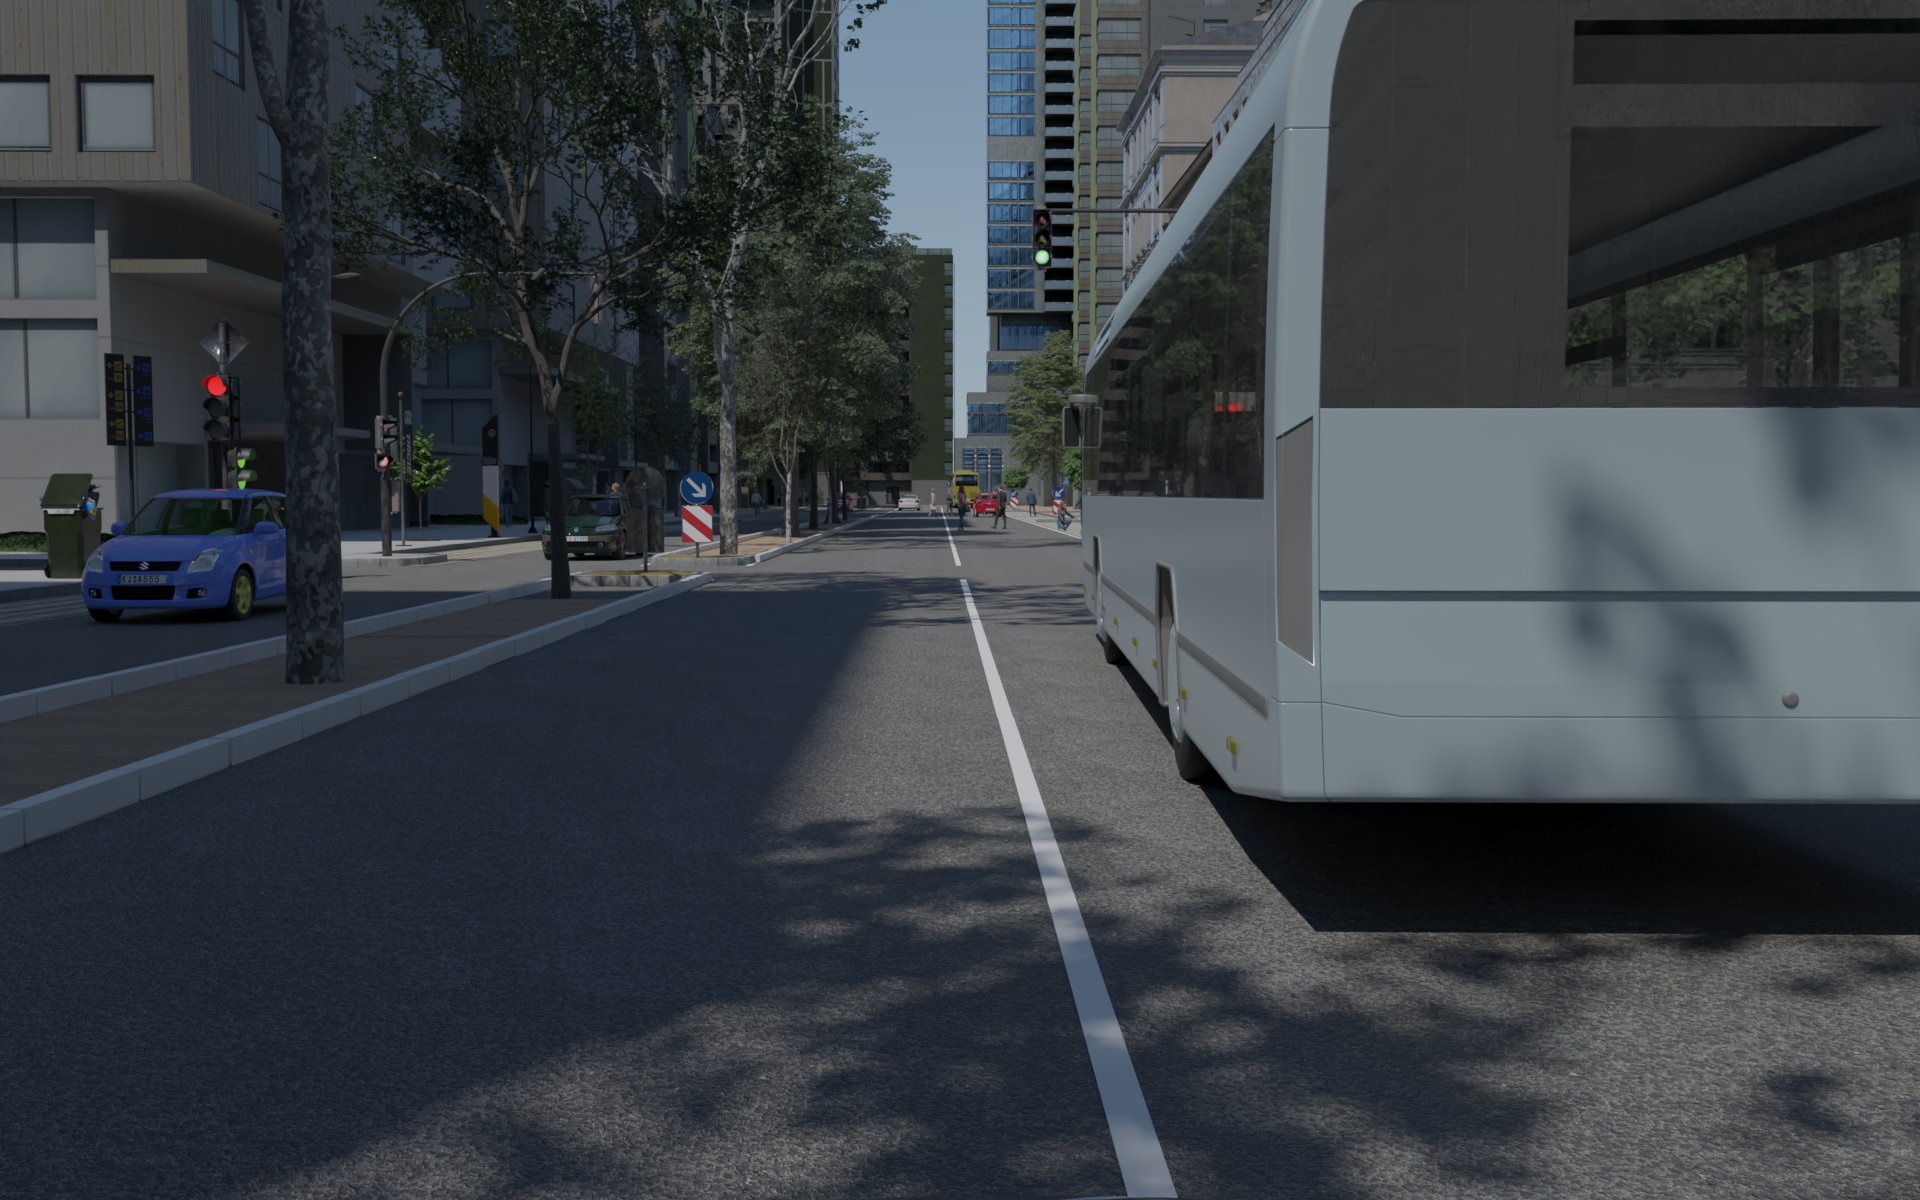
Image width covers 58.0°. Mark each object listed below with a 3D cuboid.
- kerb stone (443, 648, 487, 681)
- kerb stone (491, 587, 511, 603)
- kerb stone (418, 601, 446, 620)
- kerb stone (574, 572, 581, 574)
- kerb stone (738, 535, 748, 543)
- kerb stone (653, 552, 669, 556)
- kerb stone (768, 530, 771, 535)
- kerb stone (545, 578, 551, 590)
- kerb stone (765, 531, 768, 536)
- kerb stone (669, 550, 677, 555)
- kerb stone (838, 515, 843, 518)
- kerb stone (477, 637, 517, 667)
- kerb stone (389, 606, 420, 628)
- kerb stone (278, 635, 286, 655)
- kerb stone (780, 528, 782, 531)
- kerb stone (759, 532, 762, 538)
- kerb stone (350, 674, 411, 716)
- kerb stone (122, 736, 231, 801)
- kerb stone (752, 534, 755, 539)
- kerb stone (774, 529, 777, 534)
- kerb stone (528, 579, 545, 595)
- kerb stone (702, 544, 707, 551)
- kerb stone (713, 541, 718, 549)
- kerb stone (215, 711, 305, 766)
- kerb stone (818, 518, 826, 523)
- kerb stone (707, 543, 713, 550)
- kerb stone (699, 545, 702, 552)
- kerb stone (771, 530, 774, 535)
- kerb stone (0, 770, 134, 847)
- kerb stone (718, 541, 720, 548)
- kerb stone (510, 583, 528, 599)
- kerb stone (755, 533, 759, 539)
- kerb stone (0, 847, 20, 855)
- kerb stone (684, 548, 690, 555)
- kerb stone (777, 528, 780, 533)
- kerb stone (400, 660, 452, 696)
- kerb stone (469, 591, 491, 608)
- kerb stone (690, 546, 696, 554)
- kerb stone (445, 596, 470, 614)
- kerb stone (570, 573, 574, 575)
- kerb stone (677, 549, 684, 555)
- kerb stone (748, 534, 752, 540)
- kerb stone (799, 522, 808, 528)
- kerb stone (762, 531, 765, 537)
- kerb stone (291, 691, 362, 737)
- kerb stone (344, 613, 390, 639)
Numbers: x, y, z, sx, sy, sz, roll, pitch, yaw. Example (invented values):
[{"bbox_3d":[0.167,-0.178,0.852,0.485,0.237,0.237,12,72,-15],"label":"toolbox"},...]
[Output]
[{"bbox_3d":[-3.960,0.521,13.729,0.120,0.150,1.000,0,4,-1],"label":"kerb stone"},{"bbox_3d":[-6.165,-0.047,22.961,0.120,0.150,1.000,0,4,-1],"label":"kerb stone"},{"bbox_3d":[-6.140,0.141,19.894,0.120,0.150,1.000,0,4,-1],"label":"kerb stone"},{"bbox_3d":[-6.248,-0.355,28.100,0.120,0.150,1.000,0,4,-1],"label":"kerb stone"},{"bbox_3d":[-6.569,-1.831,52.143,0.120,0.150,1.000,0,4,-1],"label":"kerb stone"},{"bbox_3d":[-6.369,-0.891,36.765,0.120,0.150,1.000,0,4,-1],"label":"kerb stone"},{"bbox_3d":[-6.663,-2.269,59.322,0.120,0.150,1.000,0,4,-1],"label":"kerb stone"},{"bbox_3d":[-6.232,-0.235,26.043,0.120,0.150,1.000,0,4,-1],"label":"kerb stone"},{"bbox_3d":[-6.648,-2.206,58.292,0.120,0.150,1.000,0,4,-1],"label":"kerb stone"},{"bbox_3d":[-6.378,-0.954,37.801,0.120,0.150,1.000,0,4,-1],"label":"kerb stone"},{"bbox_3d":[-7.288,-5.155,106.478,0.120,0.150,1.000,0,4,-1],"label":"kerb stone"},{"bbox_3d":[-3.981,0.455,14.759,0.120,0.150,1.000,0,4,-1],"label":"kerb stone"},{"bbox_3d":[-6.127,0.203,18.872,0.120,0.150,1.000,0,4,-1],"label":"kerb stone"},{"bbox_3d":[-6.090,0.394,15.806,0.120,0.150,1.000,0,4,-1],"label":"kerb stone"},{"bbox_3d":[-6.716,-2.523,63.441,0.120,0.150,1.000,0,4,-1],"label":"kerb stone"},{"bbox_3d":[-6.617,-2.082,56.234,0.120,0.150,1.000,0,4,-1],"label":"kerb stone"},{"bbox_3d":[-3.932,0.646,11.677,0.120,0.150,1.000,0,4,-1],"label":"kerb stone"},{"bbox_3d":[-3.893,0.834,8.589,0.120,0.150,1.000,0,4,-1],"label":"kerb stone"},{"bbox_3d":[-6.602,-1.955,54.189,0.120,0.150,1.000,0,4,-1],"label":"kerb stone"},{"bbox_3d":[-6.682,-2.397,61.379,0.120,0.150,1.000,0,4,-1],"label":"kerb stone"},{"bbox_3d":[-6.203,-0.170,25.011,0.120,0.150,1.000,0,4,-1],"label":"kerb stone"},{"bbox_3d":[-6.450,-1.268,42.934,0.120,0.150,1.000,0,4,-1],"label":"kerb stone"},{"bbox_3d":[-6.465,-1.392,44.978,0.120,0.150,1.000,0,4,-1],"label":"kerb stone"},{"bbox_3d":[-3.901,0.769,9.624,0.120,0.150,1.000,0,4,-1],"label":"kerb stone"},{"bbox_3d":[-7.048,-4.026,88.042,0.120,0.150,1.000,0,4,-1],"label":"kerb stone"},{"bbox_3d":[-6.460,-1.331,43.956,0.120,0.150,1.000,0,4,-1],"label":"kerb stone"},{"bbox_3d":[-6.436,-1.203,41.901,0.120,0.150,1.000,0,4,-1],"label":"kerb stone"},{"bbox_3d":[-6.677,-2.332,60.356,0.120,0.150,1.000,0,4,-1],"label":"kerb stone"},{"bbox_3d":[-3.880,0.895,7.567,0.120,0.150,1.000,0,4,-1],"label":"kerb stone"},{"bbox_3d":[-6.480,-1.456,46.005,0.120,0.150,1.000,0,4,-1],"label":"kerb stone"},{"bbox_3d":[-6.193,-0.107,23.983,0.120,0.150,1.000,0,4,-1],"label":"kerb stone"},{"bbox_3d":[-6.605,-2.019,55.212,0.120,0.150,1.000,0,4,-1],"label":"kerb stone"},{"bbox_3d":[-3.865,0.958,6.546,0.120,0.150,1.000,0,4,-1],"label":"kerb stone"},{"bbox_3d":[-6.410,-1.080,39.852,0.120,0.150,1.000,0,4,-1],"label":"kerb stone"},{"bbox_3d":[-6.697,-2.450,62.418,0.120,0.150,1.000,0,4,-1],"label":"kerb stone"},{"bbox_3d":[-3.949,0.582,12.699,0.120,0.150,1.000,0,4,-1],"label":"kerb stone"},{"bbox_3d":[-6.167,0.020,21.939,0.120,0.150,1.000,0,4,-1],"label":"kerb stone"},{"bbox_3d":[-6.414,-1.142,40.874,0.120,0.150,1.000,0,4,-1],"label":"kerb stone"},{"bbox_3d":[-6.151,0.078,20.916,0.120,0.150,1.000,0,4,-1],"label":"kerb stone"},{"bbox_3d":[-6.238,-0.298,27.070,0.120,0.150,1.000,0,4,-1],"label":"kerb stone"},{"bbox_3d":[-6.383,-1.012,38.825,0.120,0.150,1.000,0,4,-1],"label":"kerb stone"},{"bbox_3d":[-6.581,-1.894,53.167,0.120,0.150,1.000,0,4,-1],"label":"kerb stone"},{"bbox_3d":[-6.873,-3.276,75.756,0.120,0.150,1.000,0,4,-1],"label":"kerb stone"},{"bbox_3d":[-6.634,-2.144,57.262,0.120,0.150,1.000,0,4,-1],"label":"kerb stone"},{"bbox_3d":[-3.919,0.709,10.651,0.120,0.150,1.000,0,4,-1],"label":"kerb stone"},{"bbox_3d":[-6.117,0.266,17.851,0.120,0.150,1.000,0,4,-1],"label":"kerb stone"}]
